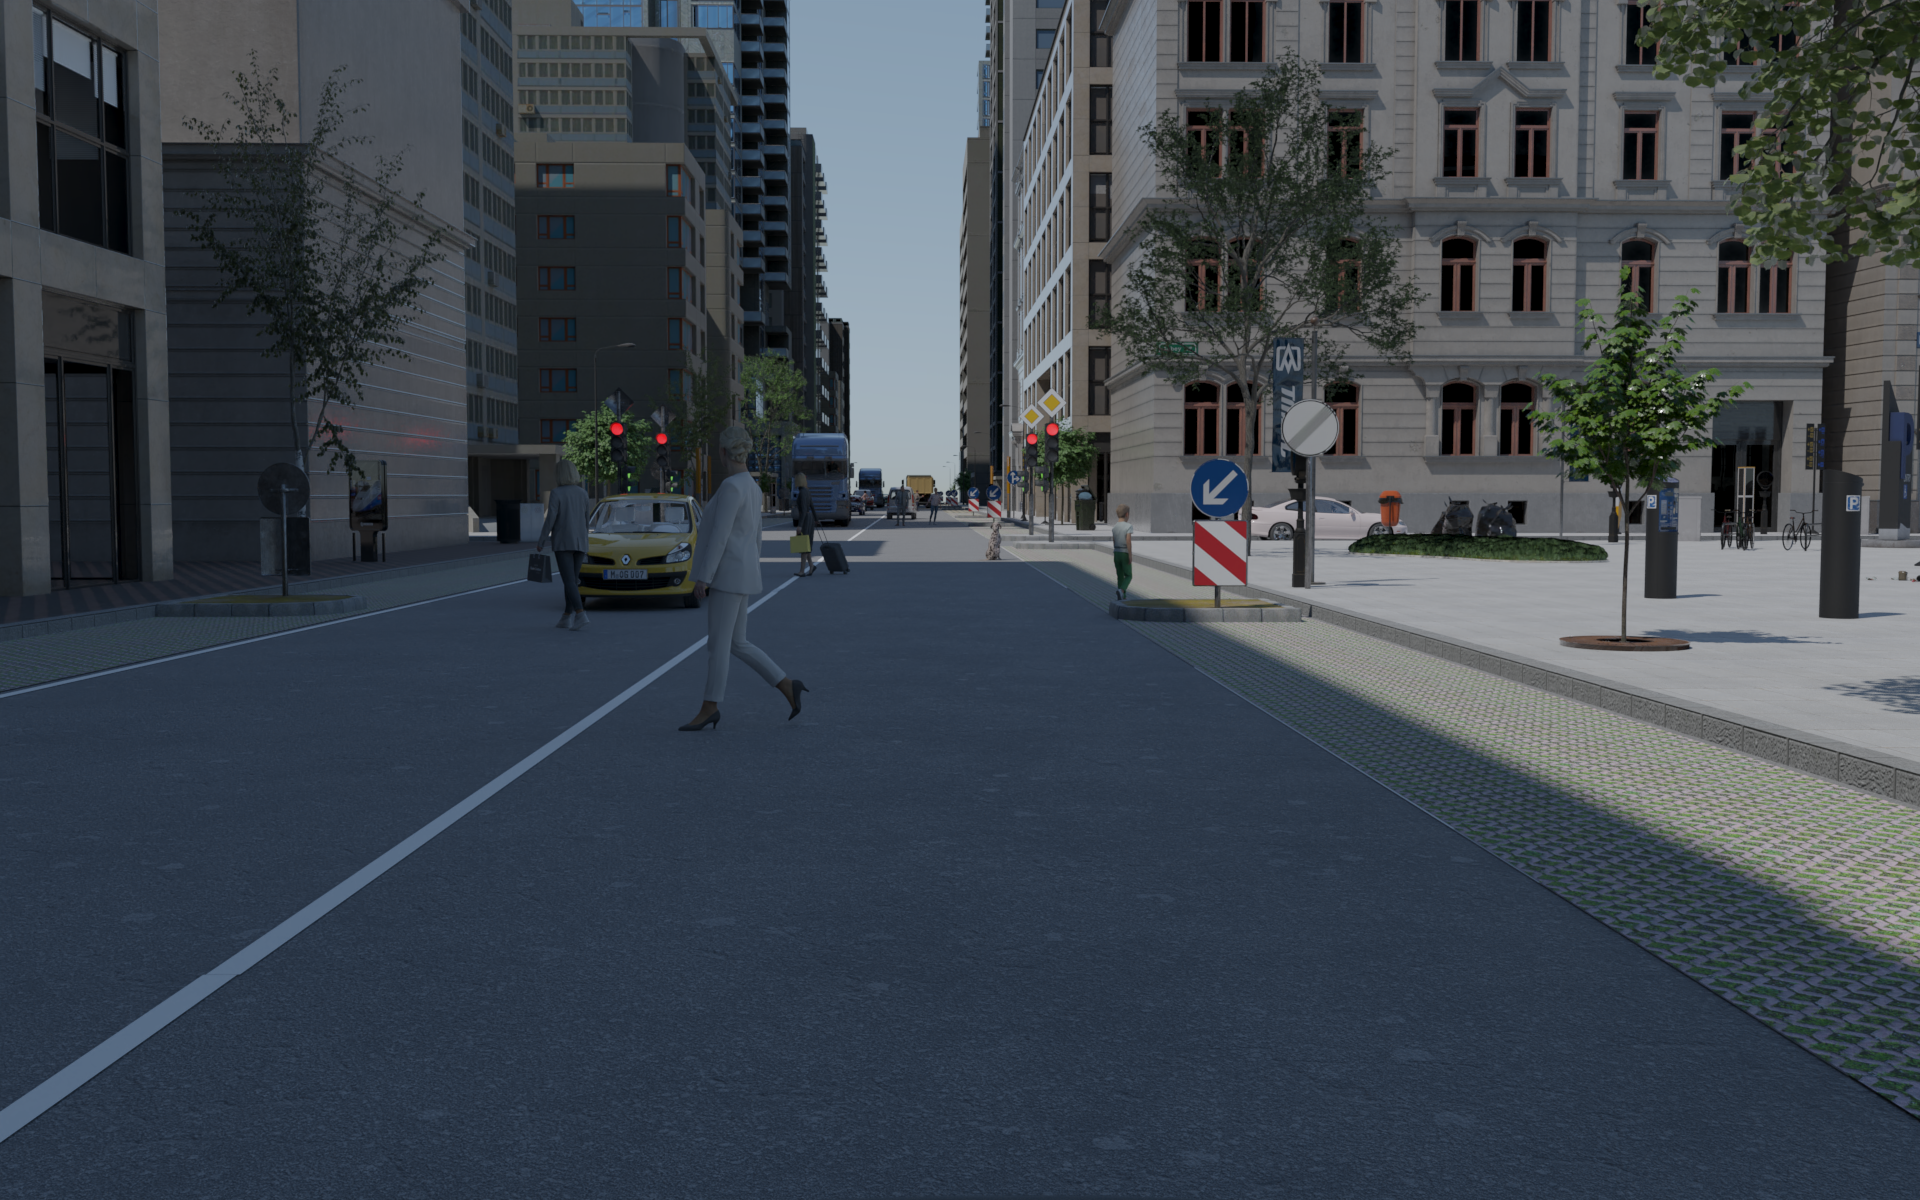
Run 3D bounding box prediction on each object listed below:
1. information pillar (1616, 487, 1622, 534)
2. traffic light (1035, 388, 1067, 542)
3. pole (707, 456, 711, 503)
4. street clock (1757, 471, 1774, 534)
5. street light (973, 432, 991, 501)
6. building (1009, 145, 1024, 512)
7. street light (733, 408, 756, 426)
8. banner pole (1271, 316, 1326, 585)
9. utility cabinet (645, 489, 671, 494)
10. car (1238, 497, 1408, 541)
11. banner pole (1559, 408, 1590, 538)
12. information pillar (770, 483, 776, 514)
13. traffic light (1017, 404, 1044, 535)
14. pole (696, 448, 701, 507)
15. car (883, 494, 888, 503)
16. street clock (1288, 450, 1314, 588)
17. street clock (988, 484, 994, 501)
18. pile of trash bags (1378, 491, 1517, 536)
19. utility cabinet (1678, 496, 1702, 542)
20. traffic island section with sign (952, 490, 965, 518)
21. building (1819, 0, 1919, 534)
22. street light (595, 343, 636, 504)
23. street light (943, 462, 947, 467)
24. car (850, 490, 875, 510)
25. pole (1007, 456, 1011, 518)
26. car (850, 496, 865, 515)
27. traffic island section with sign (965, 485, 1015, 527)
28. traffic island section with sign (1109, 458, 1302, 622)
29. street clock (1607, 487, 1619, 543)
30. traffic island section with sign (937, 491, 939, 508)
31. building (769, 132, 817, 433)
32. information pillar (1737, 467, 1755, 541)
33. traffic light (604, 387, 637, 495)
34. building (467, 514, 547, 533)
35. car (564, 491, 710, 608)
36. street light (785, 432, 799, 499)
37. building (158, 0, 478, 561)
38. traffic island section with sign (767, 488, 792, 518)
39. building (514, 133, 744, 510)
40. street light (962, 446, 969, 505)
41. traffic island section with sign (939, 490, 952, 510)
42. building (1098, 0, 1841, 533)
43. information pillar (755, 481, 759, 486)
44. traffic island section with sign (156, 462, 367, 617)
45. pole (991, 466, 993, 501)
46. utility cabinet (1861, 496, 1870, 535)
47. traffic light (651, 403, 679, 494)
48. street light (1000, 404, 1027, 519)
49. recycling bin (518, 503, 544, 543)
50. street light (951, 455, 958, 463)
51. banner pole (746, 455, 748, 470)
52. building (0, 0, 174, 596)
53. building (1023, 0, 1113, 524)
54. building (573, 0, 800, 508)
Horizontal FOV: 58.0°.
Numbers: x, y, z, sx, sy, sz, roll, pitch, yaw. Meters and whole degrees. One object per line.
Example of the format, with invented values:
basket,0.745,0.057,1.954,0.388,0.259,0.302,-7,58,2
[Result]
information pillar,20.992,-3.901,55.136,0.183,3.616,0.504,2,4,32
traffic light,2.407,-3.485,45.895,0.839,4.253,0.868,0,4,-1
pole,-13.431,-6.050,92.762,0.158,3.312,0.155,0,3,0
street clock,25.558,-3.085,55.010,0.471,2.002,0.358,1,4,19
street light,1.730,-9.572,129.036,1.470,5.913,1.316,0,4,-1
building,10.684,-20.366,118.880,13.634,28.700,20.117,0,4,-1
street light,-11.643,-7.382,93.238,1.470,5.913,1.316,0,4,-1
banner pole,4.776,-2.107,24.466,0.863,3.779,0.401,-1,4,-13
utility cabinet,-14.126,-4.424,81.019,1.173,1.500,0.318,1,4,17
car,10.365,-2.277,49.593,4.827,1.381,2.083,0,4,-1
banner pole,15.280,-3.255,43.232,0.863,3.779,0.401,1,4,21
information pillar,-12.299,-6.691,113.894,0.304,2.012,0.304,-2,4,-31
traffic light,2.204,-3.973,53.878,0.839,4.253,0.868,0,4,-1
pole,-11.519,-5.044,76.319,0.158,3.312,0.155,0,3,0
car,-10.112,-13.453,228.759,1.959,1.807,4.718,0,4,-3
street clock,4.671,-1.174,23.763,0.358,2.002,0.471,0,4,2
street clock,2.190,-7.103,120.696,0.471,2.002,0.358,0,4,1
pile of trash bags,12.408,-2.103,44.129,3.447,1.369,1.912,1,4,15
utility cabinet,19.571,-2.195,47.053,1.020,1.237,0.306,1,4,15
traffic island section with sign,0.675,-5.786,103.230,1.989,1.847,2.006,0,4,-1
building,41.556,-16.132,61.021,25.104,27.353,12.463,0,4,-1
street light,-10.688,-4.953,53.518,1.470,5.913,1.316,0,4,-1
street light,-1.272,-16.886,248.631,1.470,5.913,1.316,0,4,-1
car,-8.712,-8.918,154.484,2.281,1.827,5.304,0,4,-3
pole,2.648,-6.123,93.948,0.158,3.312,0.155,0,3,0
car,-7.402,-6.445,117.954,1.945,1.354,3.894,0,4,0
traffic island section with sign,1.356,-4.129,76.131,1.989,1.847,2.006,0,4,-1
traffic island section with sign,2.776,-0.704,20.143,1.989,1.847,2.006,0,4,-1
street clock,17.271,-2.518,45.735,0.471,2.002,0.358,-2,4,-34
traffic island section with sign,-1.309,-10.540,180.955,1.989,1.847,2.006,0,4,-1
building,-23.268,-31.032,190.963,14.154,41.232,14.086,0,4,-1
information pillar,21.360,-2.606,47.099,0.304,2.012,0.304,-1,4,-10
traffic light,-8.950,-3.466,45.592,0.839,4.253,0.868,0,4,-1
building,-30.398,-22.797,64.614,32.217,40.220,23.993,0,4,-1
car,-4.160,-0.778,22.949,2.015,1.641,3.980,0,4,-3
street light,-12.540,-9.628,129.961,1.470,5.913,1.316,0,4,-1
building,-24.079,-11.998,37.965,24.055,21.916,13.314,0,4,-1
traffic island section with sign,-10.468,-5.806,103.552,1.989,1.847,2.006,0,4,-1
building,-27.732,-15.572,99.645,27.650,21.520,28.899,0,4,-1
street light,0.898,-11.831,165.982,1.470,5.913,1.316,0,4,-1
traffic island section with sign,-0.626,-8.892,154.008,1.989,1.847,2.006,0,4,-1
building,17.187,-16.809,62.211,23.554,28.519,14.401,0,4,-1
information pillar,-11.885,-5.879,100.617,0.304,2.012,0.304,1,4,11
traffic island section with sign,-8.367,-0.759,21.033,1.989,1.847,2.006,0,4,-1
pole,2.326,-8.075,125.871,0.158,3.312,0.155,0,3,0
utility cabinet,28.706,-2.681,55.002,0.306,1.237,1.020,2,4,27
traffic light,-9.153,-3.954,53.574,0.839,4.253,0.868,0,4,-1
street light,2.754,-7.175,89.859,1.470,5.913,1.316,0,4,-1
recycling bin,-11.539,-2.061,46.249,0.722,1.027,0.722,-2,4,-27
street light,-0.116,-14.253,205.571,1.470,5.913,1.316,0,4,-1
banner pole,-13.662,-7.394,110.905,0.401,3.779,0.863,-1,4,-14
building,-21.014,-12.450,8.080,19.350,26.468,34.151,0,4,-1
building,13.997,-17.551,91.476,19.350,26.468,34.151,0,4,-1
building,-26.413,-52.224,166.531,22.319,86.520,31.000,0,4,-1
